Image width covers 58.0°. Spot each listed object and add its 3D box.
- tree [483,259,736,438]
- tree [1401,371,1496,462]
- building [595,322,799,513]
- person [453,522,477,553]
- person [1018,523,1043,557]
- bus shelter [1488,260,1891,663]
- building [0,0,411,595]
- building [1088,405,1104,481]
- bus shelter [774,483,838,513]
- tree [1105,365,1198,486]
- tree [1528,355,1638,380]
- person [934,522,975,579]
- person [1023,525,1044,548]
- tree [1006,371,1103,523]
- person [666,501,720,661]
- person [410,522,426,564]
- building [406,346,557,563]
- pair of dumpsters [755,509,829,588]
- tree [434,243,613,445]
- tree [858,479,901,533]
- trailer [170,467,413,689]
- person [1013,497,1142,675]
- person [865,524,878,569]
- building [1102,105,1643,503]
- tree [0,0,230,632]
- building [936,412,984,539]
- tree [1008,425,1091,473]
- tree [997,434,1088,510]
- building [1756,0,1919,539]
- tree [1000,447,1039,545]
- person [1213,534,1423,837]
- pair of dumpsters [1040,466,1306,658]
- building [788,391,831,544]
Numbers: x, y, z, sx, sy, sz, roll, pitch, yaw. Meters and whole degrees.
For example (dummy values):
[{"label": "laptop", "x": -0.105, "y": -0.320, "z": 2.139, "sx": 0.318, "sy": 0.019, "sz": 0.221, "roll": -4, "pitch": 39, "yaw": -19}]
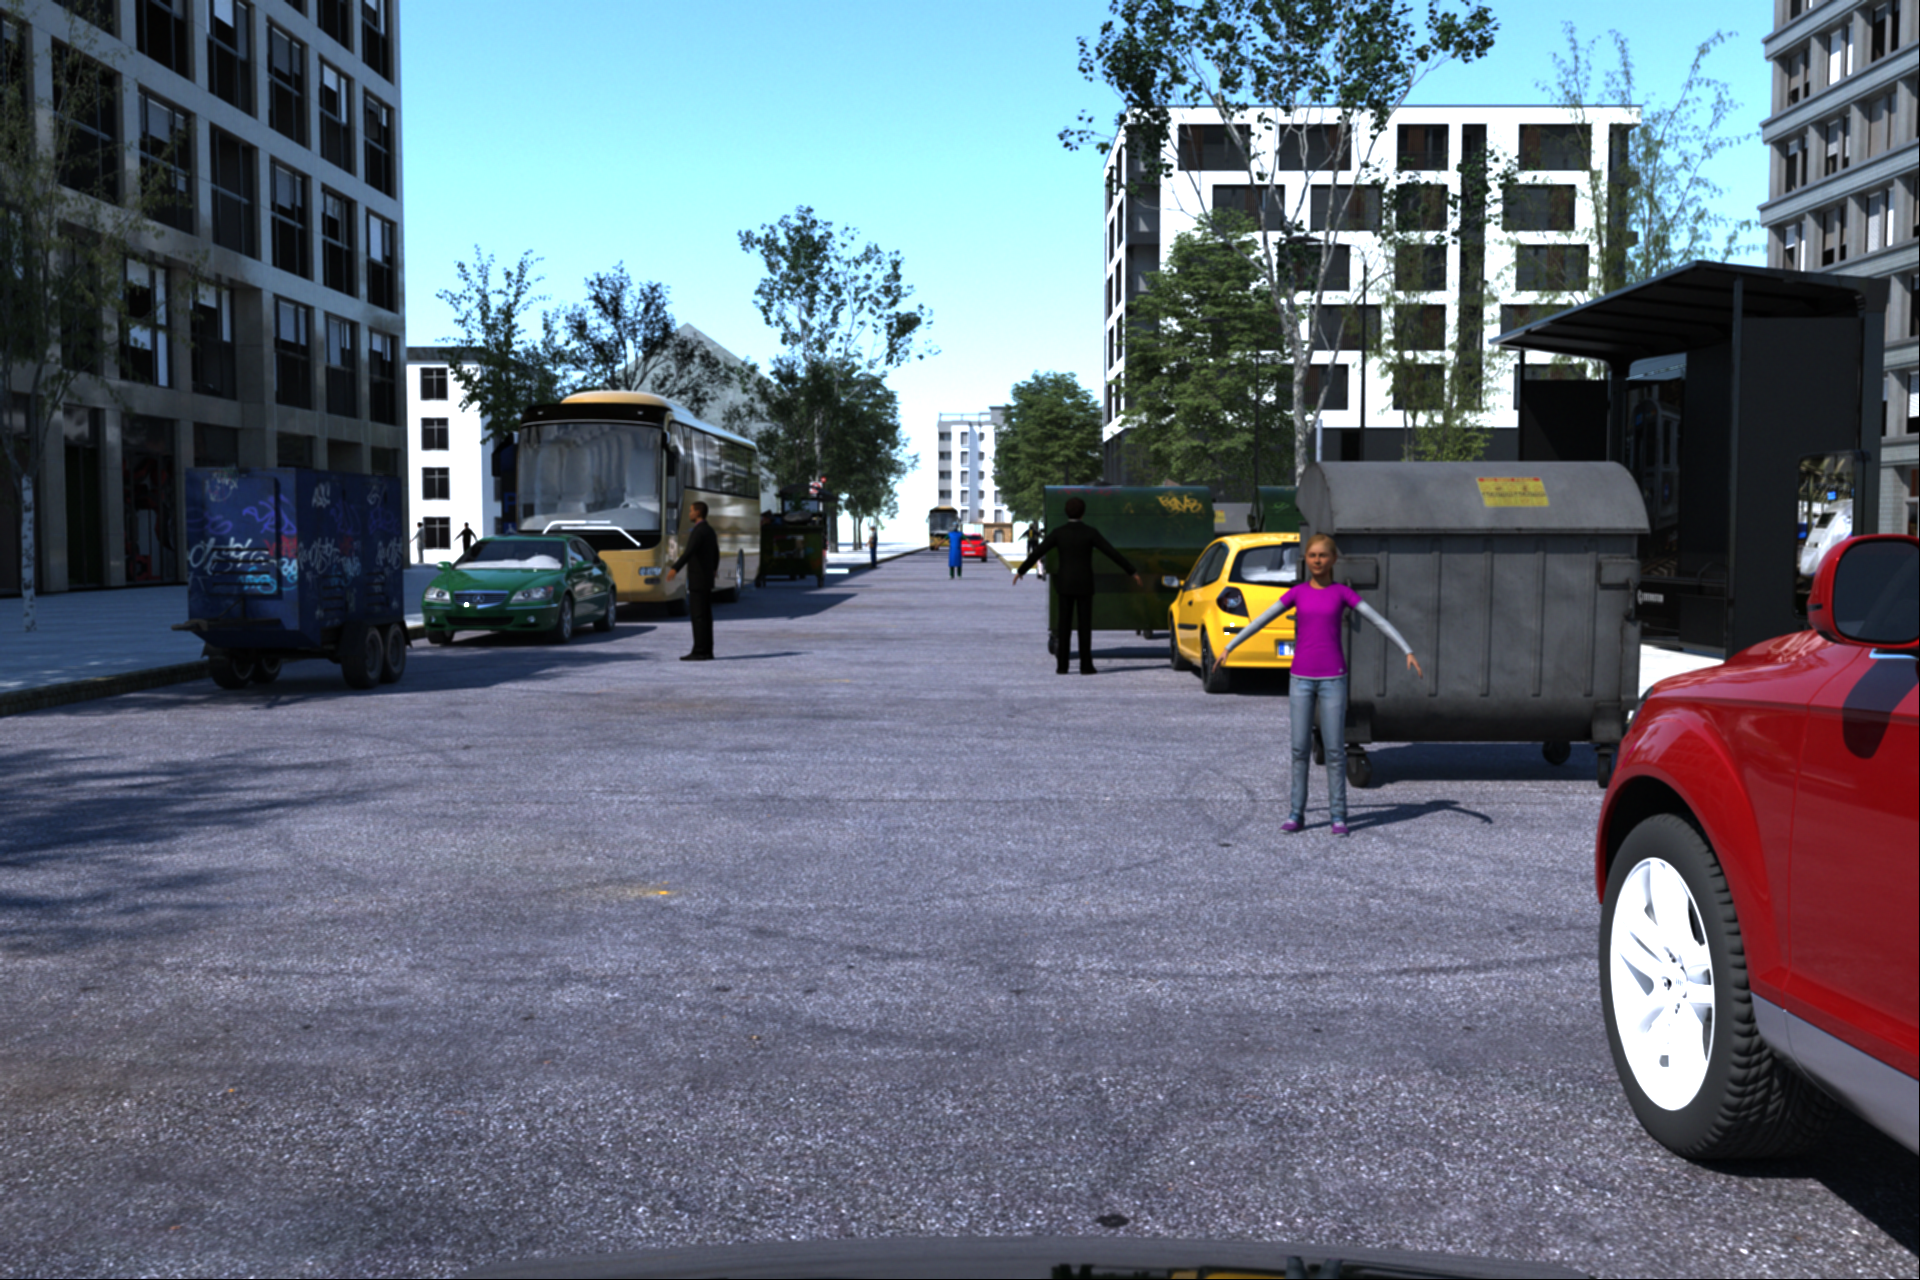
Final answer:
[{"label": "tree", "x": -12.127, "y": -7.659, "z": 59.630, "sx": 8.767, "sy": 10.594, "sz": 7.601, "roll": -1, "pitch": 4, "yaw": -14}, {"label": "tree", "x": 21.807, "y": -7.735, "z": 76.823, "sx": 4.737, "sy": 8.622, "sz": 4.395, "roll": 0, "pitch": 3, "yaw": 0}, {"label": "building", "x": -28.033, "y": -21.888, "z": 188.791, "sx": 19.493, "sy": 23.208, "sz": 18.063, "roll": 0, "pitch": 4, "yaw": 1}, {"label": "person", "x": -21.800, "y": -4.302, "z": 76.477, "sx": 0.704, "sy": 1.812, "sz": 1.346, "roll": 2, "pitch": 4, "yaw": 33}, {"label": "person", "x": 3.562, "y": -4.955, "z": 86.789, "sx": 1.354, "sy": 1.856, "sz": 0.705, "roll": 0, "pitch": 4, "yaw": 3}, {"label": "bus shelter", "x": 7.202, "y": -1.632, "z": 17.968, "sx": 1.731, "sy": 3.624, "sz": 6.357, "roll": 0, "pitch": 4, "yaw": 1}, {"label": "building", "x": -28.202, "y": -14.521, "z": 40.628, "sx": 19.350, "sy": 26.588, "sz": 34.151, "roll": 0, "pitch": 4, "yaw": 0}, {"label": "building", "x": 26.425, "y": -23.832, "z": 220.588, "sx": 19.493, "sy": 23.208, "sz": 18.063, "roll": 0, "pitch": 4, "yaw": 1}, {"label": "bus shelter", "x": -6.324, "y": -4.766, "z": 71.841, "sx": 2.014, "sy": 3.302, "sz": 5.546, "roll": 0, "pitch": 4, "yaw": 2}, {"label": "tree", "x": 8.285, "y": -7.604, "z": 74.686, "sx": 4.360, "sy": 8.622, "sz": 3.978, "roll": 0, "pitch": 3, "yaw": 0}, {"label": "tree", "x": 22.692, "y": -6.991, "z": 64.673, "sx": 4.360, "sy": 8.622, "sz": 3.978, "roll": 0, "pitch": 3, "yaw": 0}, {"label": "person", "x": -0.151, "y": -2.850, "z": 55.185, "sx": 1.347, "sy": 1.817, "sz": 0.704, "roll": 1, "pitch": 4, "yaw": 15}, {"label": "person", "x": 4.262, "y": -5.662, "z": 98.703, "sx": 1.348, "sy": 1.813, "sz": 0.705, "roll": -1, "pitch": 4, "yaw": -9}, {"label": "tree", "x": 7.018, "y": -12.375, "z": 120.466, "sx": 7.486, "sy": 12.596, "sz": 7.792, "roll": 0, "pitch": 3, "yaw": 0}, {"label": "person", "x": -2.981, "y": -0.675, "z": 19.720, "sx": 0.704, "sy": 1.802, "sz": 1.346, "roll": 1, "pitch": 4, "yaw": 13}, {"label": "person", "x": -23.559, "y": -4.238, "z": 75.471, "sx": 0.705, "sy": 1.806, "sz": 1.347, "roll": 0, "pitch": 4, "yaw": 7}, {"label": "building", "x": -25.849, "y": -9.145, "z": 91.665, "sx": 9.099, "sy": 9.664, "sz": 28.070, "roll": 0, "pitch": 4, "yaw": 0}, {"label": "pair of dumpsters", "x": -5.776, "y": -2.550, "z": 46.636, "sx": 4.436, "sy": 2.255, "sz": 1.574, "roll": 0, "pitch": 3, "yaw": 0}, {"label": "tree", "x": -11.423, "y": -5.765, "z": 44.623, "sx": 4.737, "sy": 8.622, "sz": 4.395, "roll": 0, "pitch": 3, "yaw": 0}, {"label": "tree", "x": -12.301, "y": -19.976, "z": 261.014, "sx": 7.601, "sy": 10.594, "sz": 8.767, "roll": 0, "pitch": 4, "yaw": 6}, {"label": "trailer", "x": -6.142, "y": -0.523, "z": 15.597, "sx": 1.471, "sy": 1.999, "sz": 3.904, "roll": 0, "pitch": 4, "yaw": 1}, {"label": "person", "x": 1.186, "y": -0.556, "z": 17.736, "sx": 1.347, "sy": 1.806, "sz": 0.705, "roll": 1, "pitch": 4, "yaw": 14}, {"label": "person", "x": -3.607, "y": -3.864, "z": 71.492, "sx": 0.705, "sy": 1.847, "sz": 1.347, "roll": 1, "pitch": 4, "yaw": 14}, {"label": "building", "x": 21.963, "y": -15.608, "z": 99.165, "sx": 27.936, "sy": 21.610, "sz": 32.646, "roll": 0, "pitch": 3, "yaw": 0}, {"label": "tree", "x": -12.339, "y": -4.401, "z": 22.314, "sx": 4.360, "sy": 8.622, "sz": 3.978, "roll": 0, "pitch": 3, "yaw": 0}, {"label": "building", "x": -3.305, "y": -24.514, "z": 259.687, "sx": 11.380, "sy": 20.090, "sz": 16.016, "roll": 0, "pitch": 4, "yaw": 6}, {"label": "tree", "x": 7.797, "y": -13.753, "z": 150.612, "sx": 9.928, "sy": 11.665, "sz": 9.643, "roll": 0, "pitch": 3, "yaw": 0}, {"label": "tree", "x": 7.157, "y": -12.747, "z": 142.829, "sx": 8.767, "sy": 10.594, "sz": 7.601, "roll": 0, "pitch": 4, "yaw": 5}, {"label": "building", "x": 25.523, "y": -11.731, "z": 38.486, "sx": 8.464, "sy": 21.280, "sz": 15.925, "roll": 0, "pitch": 4, "yaw": 1}, {"label": "tree", "x": 7.263, "y": -14.254, "z": 158.810, "sx": 9.928, "sy": 11.665, "sz": 9.643, "roll": 0, "pitch": 3, "yaw": 0}, {"label": "person", "x": 1.696, "y": 0.213, "z": 8.243, "sx": 0.991, "sy": 1.433, "sz": 0.599, "roll": 1, "pitch": 4, "yaw": 22}, {"label": "pair of dumpsters", "x": 3.145, "y": -0.931, "z": 20.168, "sx": 4.436, "sy": 2.255, "sz": 1.574, "roll": 0, "pitch": 4, "yaw": 1}, {"label": "building", "x": -25.761, "y": -22.157, "z": 228.723, "sx": 16.747, "sy": 18.905, "sz": 31.486, "roll": 0, "pitch": 4, "yaw": 0}]
